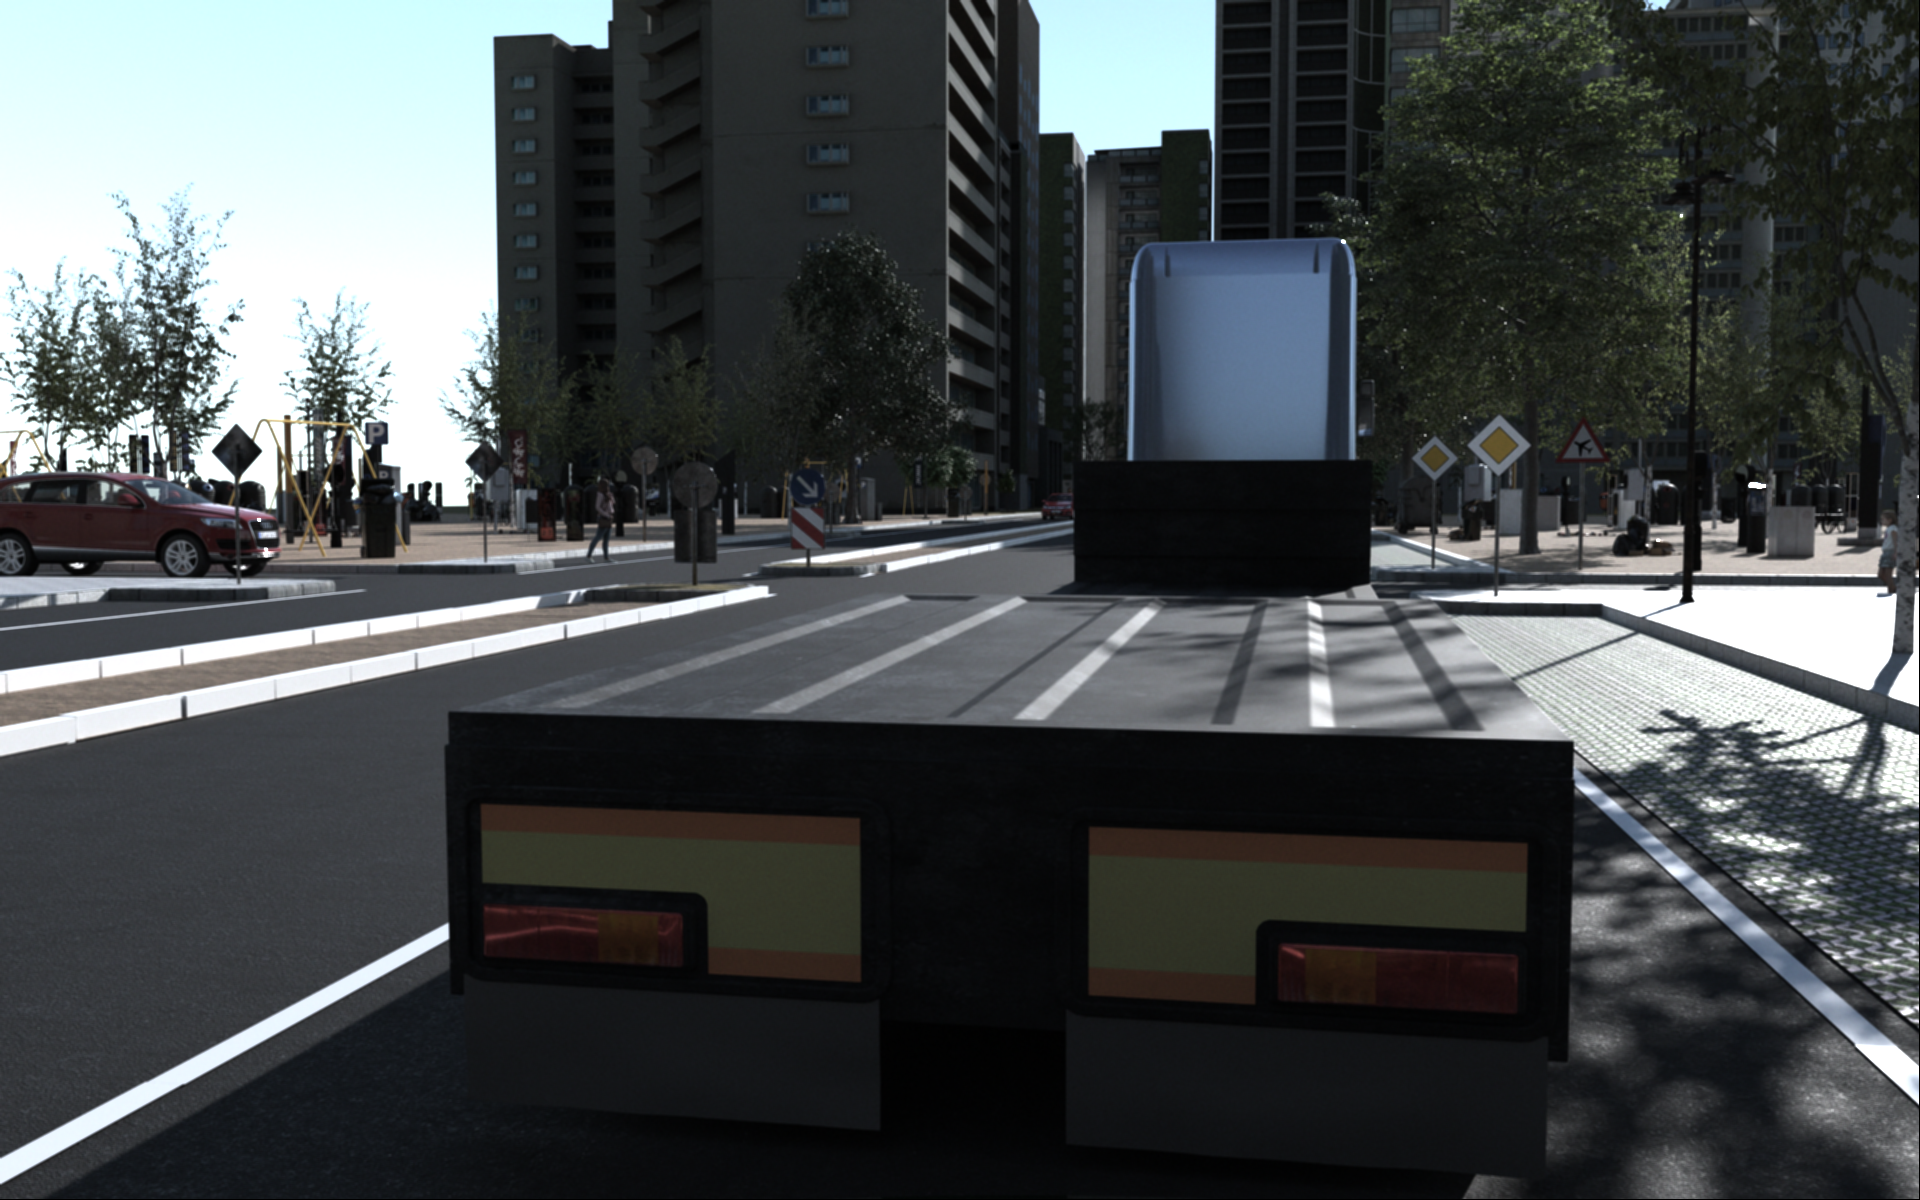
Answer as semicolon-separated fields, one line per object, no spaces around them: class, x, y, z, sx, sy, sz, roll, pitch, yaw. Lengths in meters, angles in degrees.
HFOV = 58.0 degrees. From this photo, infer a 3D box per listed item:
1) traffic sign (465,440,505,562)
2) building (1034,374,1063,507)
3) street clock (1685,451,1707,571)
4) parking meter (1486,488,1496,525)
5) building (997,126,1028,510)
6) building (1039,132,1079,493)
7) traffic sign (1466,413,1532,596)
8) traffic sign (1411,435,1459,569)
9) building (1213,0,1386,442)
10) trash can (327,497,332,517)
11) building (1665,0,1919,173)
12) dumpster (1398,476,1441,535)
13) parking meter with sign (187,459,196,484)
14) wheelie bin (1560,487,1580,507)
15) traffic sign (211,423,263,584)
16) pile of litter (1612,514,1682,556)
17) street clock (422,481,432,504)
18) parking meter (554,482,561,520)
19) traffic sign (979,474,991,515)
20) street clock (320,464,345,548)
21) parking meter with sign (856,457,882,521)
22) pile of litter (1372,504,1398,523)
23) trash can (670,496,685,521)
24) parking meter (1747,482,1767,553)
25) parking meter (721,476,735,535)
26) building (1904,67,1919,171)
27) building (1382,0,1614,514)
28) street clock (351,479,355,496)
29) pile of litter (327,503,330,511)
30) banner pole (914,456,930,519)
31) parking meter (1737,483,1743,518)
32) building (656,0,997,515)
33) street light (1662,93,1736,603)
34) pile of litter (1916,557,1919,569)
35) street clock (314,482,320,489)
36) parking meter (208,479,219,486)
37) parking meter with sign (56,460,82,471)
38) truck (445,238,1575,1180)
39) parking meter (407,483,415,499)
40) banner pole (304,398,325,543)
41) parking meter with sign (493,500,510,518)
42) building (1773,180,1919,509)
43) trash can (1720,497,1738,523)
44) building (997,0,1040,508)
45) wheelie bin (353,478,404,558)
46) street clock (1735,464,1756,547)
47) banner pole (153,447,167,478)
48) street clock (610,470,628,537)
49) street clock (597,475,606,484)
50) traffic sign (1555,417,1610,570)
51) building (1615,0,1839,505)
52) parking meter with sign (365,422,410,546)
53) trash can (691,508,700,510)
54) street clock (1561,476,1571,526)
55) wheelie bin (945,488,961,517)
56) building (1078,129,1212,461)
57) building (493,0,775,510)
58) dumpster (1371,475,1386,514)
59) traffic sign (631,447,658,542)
traffic sign;-8.909;-1.764;32.477;0.795;2.450;0.064;1;4;10
building;-6.522;-52.344;168.503;31.000;86.520;22.319;1;4;10
street clock;12.347;-1.498;29.061;0.358;2.002;0.471;1;4;11
parking meter;21.856;-3.846;71.297;0.372;1.533;0.369;0;3;0
building;-2.477;-22.343;137.002;14.160;30.474;14.107;1;4;10
building;6.916;-31.584;199.993;14.086;41.232;14.154;1;4;10
traffic sign;6.722;-1.102;21.665;0.795;2.450;0.064;1;4;10
traffic sign;8.081;-1.584;29.534;0.795;2.450;0.064;1;4;10
building;39.497;-46.405;196.971;20.611;71.187;20.563;1;4;10
trash can;-35.218;-5.208;96.807;0.748;1.137;0.748;0;3;0
building;92.459;-39.521;188.165;28.212;58.520;21.231;1;4;10
dumpster;14.750;-3.048;55.589;1.264;1.857;1.865;1;4;10
parking meter with sign;-37.922;-5.461;85.550;0.543;3.016;1.738;-2;4;-33
wheelie bin;27.340;-4.258;77.527;0.980;1.594;0.693;0;4;3
traffic sign;-10.268;-1.282;24.608;0.795;2.450;0.064;1;4;10
pile of litter;14.457;-1.370;36.369;1.719;0.858;1.176;-1;4;-15
street clock;-28.788;-5.449;93.668;0.471;2.002;0.358;0;4;1
parking meter;-19.750;-4.850;85.012;0.255;1.863;0.399;-2;4;-27
traffic sign;1.524;-6.559;107.347;0.768;2.556;0.104;1;4;17
street clock;-14.973;-2.260;41.521;0.358;2.002;0.471;1;4;15
parking meter with sign;-4.345;-5.243;81.988;0.543;3.016;1.738;2;4;33
pile of litter;19.237;-3.954;78.613;1.719;0.858;1.176;-2;4;-32
trash can;-13.717;-4.425;84.005;0.748;1.137;0.748;0;3;0
parking meter;17.356;-1.793;37.721;0.372;1.533;0.369;0;3;0
parking meter;-7.332;-2.997;54.712;0.399;1.863;0.255;3;5;45
building;95.574;-29.002;157.780;14.086;41.232;14.154;1;4;10
building;36.060;-26.609;118.657;14.154;41.232;14.086;1;4;10
street clock;-26.404;-4.301;74.898;0.358;2.002;0.471;2;4;32
pile of litter;-36.519;-5.315;100.860;1.719;0.858;1.176;-2;4;-30
banner pole;-1.980;-6.056;89.032;0.863;3.779;0.401;0;4;-2
parking meter;41.898;-5.333;92.899;0.399;1.863;0.255;-2;4;-31
building;-9.555;-30.298;119.078;21.300;48.544;21.600;1;4;10
street light;8.618;-2.909;20.348;0.468;5.910;1.993;1;4;10
pile of litter;16.641;-0.958;29.629;1.176;0.858;1.719;2;4;33
street clock;-34.036;-5.337;91.827;0.471;2.002;0.358;1;4;10
parking meter;-27.985;-3.629;65.041;0.399;1.863;0.255;1;4;16
parking meter with sign;-45.811;-5.723;89.840;1.738;3.016;0.543;-1;4;-17
truck;1.848;-1.406;12.746;2.967;4.110;18.799;1;4;11
parking meter;-29.156;-5.278;92.003;0.255;1.863;0.399;1;4;10
banner pole;-16.754;-3.363;45.005;0.863;3.779;0.401;2;4;32
parking meter with sign;-24.395;-5.861;92.082;0.543;3.016;1.738;-3;5;-45
building;81.488;-23.720;159.525;14.107;30.474;14.160;1;4;10
trash can;34.424;-4.033;77.593;0.748;1.137;0.748;0;3;0
building;-0.851;-30.621;150.756;14.600;45.320;14.200;1;4;10
wheelie bin;-11.692;-1.651;34.910;0.980;1.594;0.693;-2;4;-29
street clock;19.135;-2.304;42.237;0.358;2.002;0.471;-1;4;-15
banner pole;-42.053;-6.193;91.274;0.863;3.779;0.401;-2;4;-30
street clock;-10.243;-2.906;52.090;0.471;2.002;0.358;-3;5;-41
street clock;-13.853;-3.820;67.032;0.358;2.002;0.471;-2;4;-28
traffic sign;10.505;-1.790;29.266;0.884;2.594;0.081;1;4;12
building;47.685;-27.162;135.972;32.217;40.220;23.993;1;4;10
parking meter with sign;-14.103;-2.848;42.825;0.543;3.016;1.738;0;4;1
trash can;-13.091;-4.498;85.188;0.748;1.137;0.748;0;3;0
street clock;24.587;-4.020;70.301;0.358;2.002;0.471;3;5;40
wheelie bin;-0.342;-5.331;95.075;0.980;1.594;0.693;0;4;-2
building;21.611;-31.473;198.175;14.086;41.232;14.154;1;4;10
building;-32.548;-33.743;175.397;21.600;48.544;21.300;1;4;10
dumpster;19.269;-4.845;81.712;1.502;2.255;1.985;1;4;10
traffic sign;-8.525;-2.853;46.754;0.768;2.556;0.104;1;4;11
